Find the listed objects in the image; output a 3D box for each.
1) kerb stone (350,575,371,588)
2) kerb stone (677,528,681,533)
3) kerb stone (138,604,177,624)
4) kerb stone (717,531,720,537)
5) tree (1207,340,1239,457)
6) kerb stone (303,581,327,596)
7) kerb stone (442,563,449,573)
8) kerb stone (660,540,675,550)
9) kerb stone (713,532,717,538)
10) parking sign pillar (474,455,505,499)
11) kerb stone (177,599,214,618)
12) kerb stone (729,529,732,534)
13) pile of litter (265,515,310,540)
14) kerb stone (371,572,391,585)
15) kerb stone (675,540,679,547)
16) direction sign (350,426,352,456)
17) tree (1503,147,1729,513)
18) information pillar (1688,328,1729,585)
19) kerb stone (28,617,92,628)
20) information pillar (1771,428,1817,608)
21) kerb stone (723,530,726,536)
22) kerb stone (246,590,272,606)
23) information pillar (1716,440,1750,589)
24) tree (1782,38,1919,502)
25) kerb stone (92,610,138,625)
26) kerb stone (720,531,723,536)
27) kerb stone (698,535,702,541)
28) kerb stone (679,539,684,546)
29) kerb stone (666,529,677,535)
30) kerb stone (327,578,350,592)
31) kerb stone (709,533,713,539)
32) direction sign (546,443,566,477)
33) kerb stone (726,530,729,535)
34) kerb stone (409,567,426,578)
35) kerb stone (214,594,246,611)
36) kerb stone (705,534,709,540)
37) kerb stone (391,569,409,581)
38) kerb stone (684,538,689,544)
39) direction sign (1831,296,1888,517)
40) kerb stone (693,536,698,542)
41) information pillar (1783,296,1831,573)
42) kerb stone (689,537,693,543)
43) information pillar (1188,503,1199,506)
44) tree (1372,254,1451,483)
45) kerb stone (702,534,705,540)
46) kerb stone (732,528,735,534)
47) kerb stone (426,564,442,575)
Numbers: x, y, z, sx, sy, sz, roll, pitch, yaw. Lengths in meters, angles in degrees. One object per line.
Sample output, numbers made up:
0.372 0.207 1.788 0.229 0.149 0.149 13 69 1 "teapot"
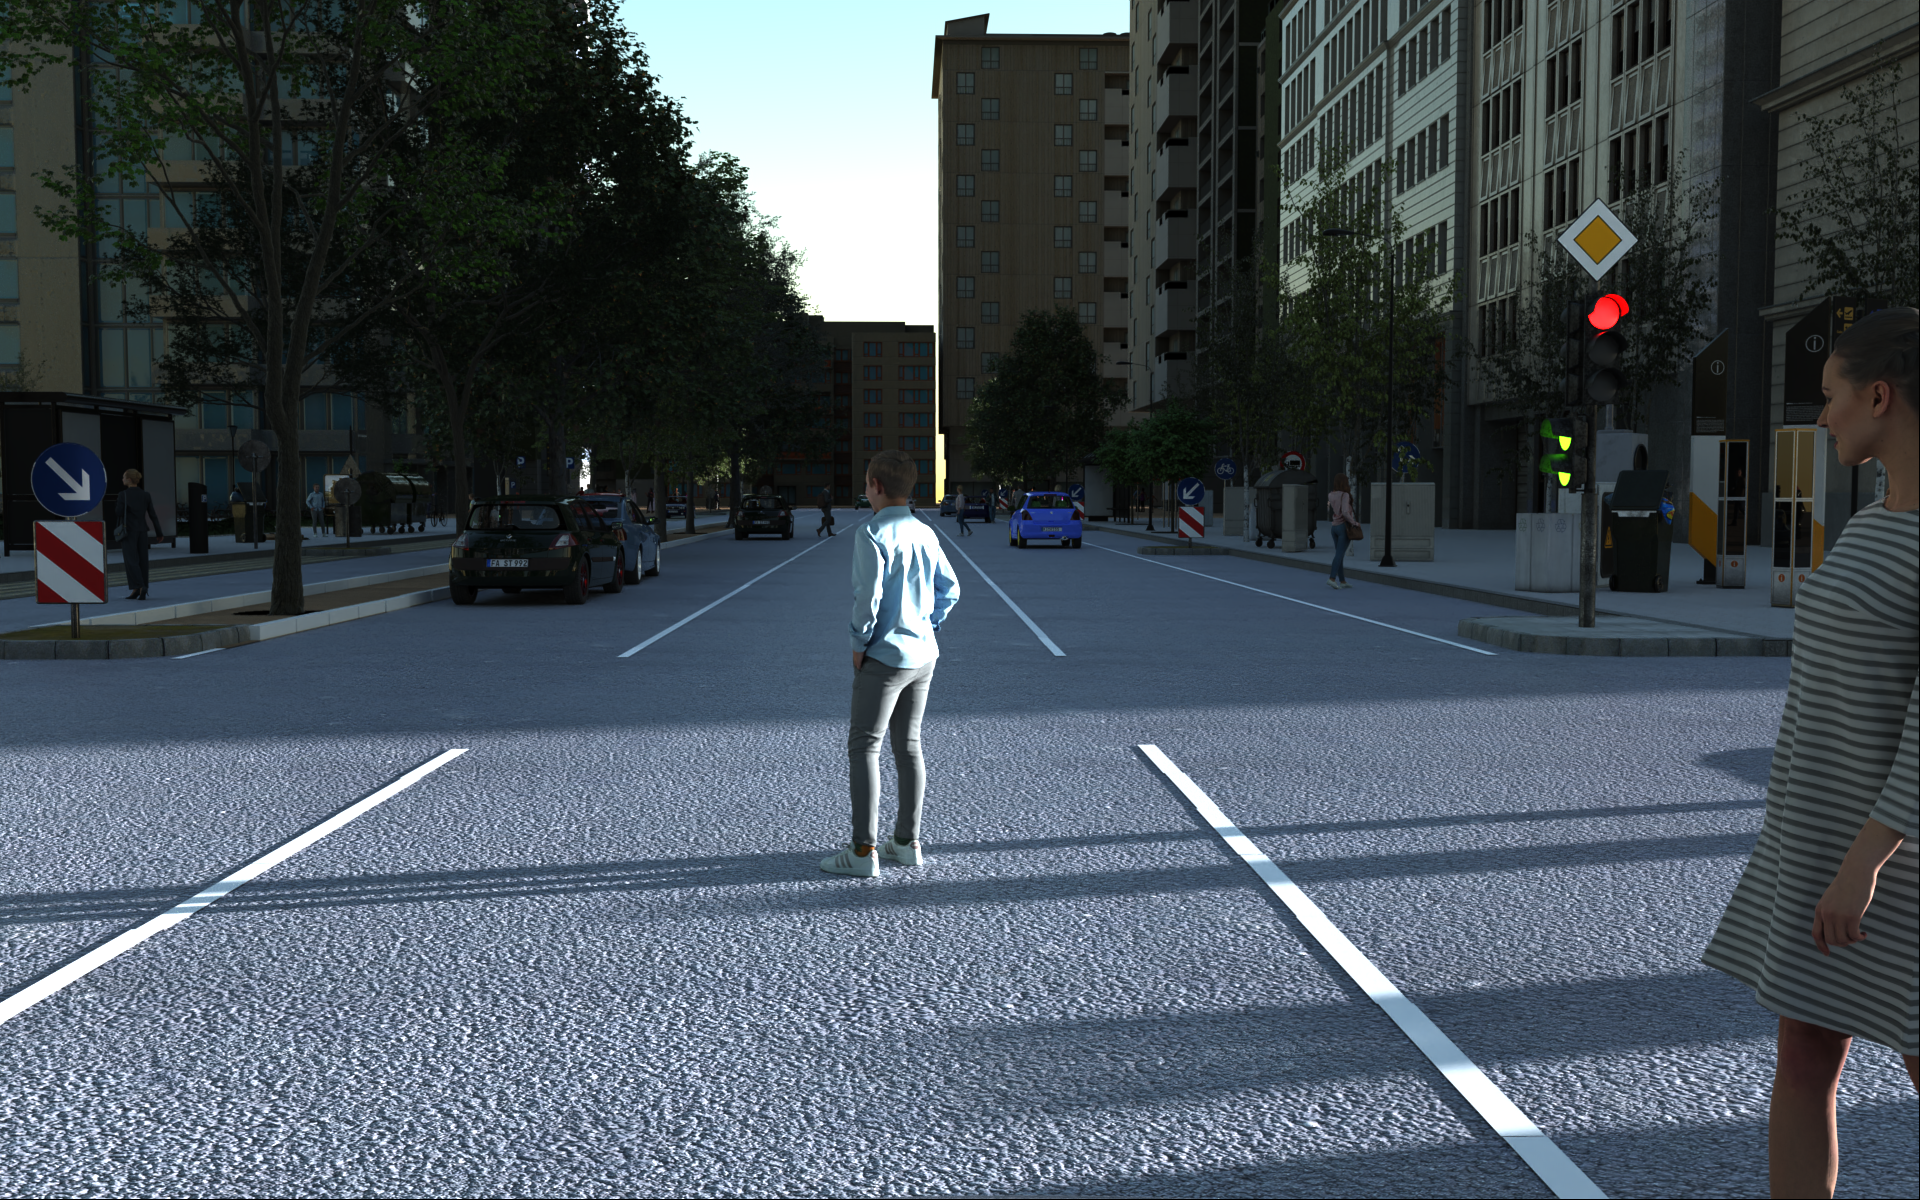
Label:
-9.278 -0.266 26.545 0.120 0.150 1.000 0 4 -2 "kerb stone"
-10.431 -2.523 63.452 0.120 0.150 1.000 0 4 -2 "kerb stone"
-9.049 0.177 19.359 0.120 0.150 1.000 0 4 -2 "kerb stone"
-8.146 -2.147 57.305 0.120 0.150 1.000 0 4 -2 "kerb stone"
12.635 -7.471 72.507 4.737 8.622 4.395 0 3 0 "tree"
-9.209 -0.140 24.483 0.120 0.150 1.000 0 4 -2 "kerb stone"
-9.441 -0.580 31.675 0.120 0.150 1.000 0 4 -2 "kerb stone"
-7.786 -1.459 46.051 0.120 0.150 1.000 0 4 -2 "kerb stone"
-8.109 -2.085 56.281 0.120 0.150 1.000 0 4 -2 "kerb stone"
-21.188 -5.477 78.013 1.447 3.967 1.447 0 4 2 "parking sign pillar"
-9.075 0.111 20.387 0.120 0.150 1.000 0 4 -2 "kerb stone"
-8.269 -2.398 61.406 0.120 0.150 1.000 0 4 -2 "kerb stone"
-18.942 -2.116 48.567 1.176 0.858 1.719 -3 5 -40 "pile of litter"
-9.309 -0.329 27.567 0.120 0.150 1.000 0 4 -2 "kerb stone"
-7.819 -1.519 47.073 0.120 0.150 1.000 0 4 -2 "kerb stone"
-20.289 -4.022 57.761 0.379 3.537 0.876 -1 4 -18 "direction sign"
14.585 -5.329 37.493 4.360 8.622 3.978 0 3 0 "tree"
10.614 -2.030 24.548 0.504 3.616 0.183 0 4 -6 "information pillar"
-8.987 0.302 17.289 0.120 0.150 1.000 0 4 -2 "kerb stone"
9.403 -0.921 19.545 0.304 2.012 0.304 -1 4 -20 "information pillar"
-8.208 -2.271 59.353 0.120 0.150 1.000 0 4 -2 "kerb stone"
-9.147 -0.015 22.438 0.120 0.150 1.000 0 4 -2 "kerb stone"
10.483 -1.163 23.509 0.304 2.012 0.304 0 4 7 "information pillar"
15.659 -4.798 28.813 4.360 8.622 3.978 0 3 0 "tree"
-9.016 0.237 18.333 0.120 0.150 1.000 0 4 -2 "kerb stone"
-8.177 -2.208 58.329 0.120 0.150 1.000 0 4 -2 "kerb stone"
-7.984 -1.833 52.186 0.120 0.150 1.000 0 4 -2 "kerb stone"
-7.856 -1.584 48.095 0.120 0.150 1.000 0 4 -2 "kerb stone"
-10.407 -2.461 62.426 0.120 0.150 1.000 0 4 -2 "kerb stone"
-9.241 -0.203 25.515 0.120 0.150 1.000 0 4 -2 "kerb stone"
-8.079 -2.022 55.260 0.120 0.150 1.000 0 4 -2 "kerb stone"
-17.919 -5.195 76.932 0.876 3.537 0.379 0 4 5 "direction sign"
-8.245 -2.335 60.375 0.120 0.150 1.000 0 4 -2 "kerb stone"
-9.376 -0.451 29.620 0.120 0.150 1.000 0 4 -2 "kerb stone"
-9.109 0.048 21.416 0.120 0.150 1.000 0 4 -2 "kerb stone"
-8.048 -1.960 54.236 0.120 0.150 1.000 0 4 -2 "kerb stone"
-9.341 -0.385 28.597 0.120 0.150 1.000 0 4 -2 "kerb stone"
-7.893 -1.643 49.116 0.120 0.150 1.000 0 4 -2 "kerb stone"
10.377 -1.716 20.062 0.876 3.537 0.379 -2 4 -25 "direction sign"
-7.945 -1.772 51.165 0.120 0.150 1.000 0 4 -2 "kerb stone"
10.112 -1.795 20.704 0.504 3.616 0.183 3 5 40 "information pillar"
-7.916 -1.709 50.143 0.120 0.150 1.000 0 4 -2 "kerb stone"
9.075 -3.839 67.261 0.304 2.012 0.304 -2 4 -31 "information pillar"
13.568 -6.290 53.202 4.360 8.622 3.978 0 3 0 "tree"
-8.018 -1.897 53.213 0.120 0.150 1.000 0 4 -2 "kerb stone"
-8.302 -2.461 62.428 0.120 0.150 1.000 0 4 -2 "kerb stone"
-9.406 -0.516 30.642 0.120 0.150 1.000 0 4 -2 "kerb stone"
